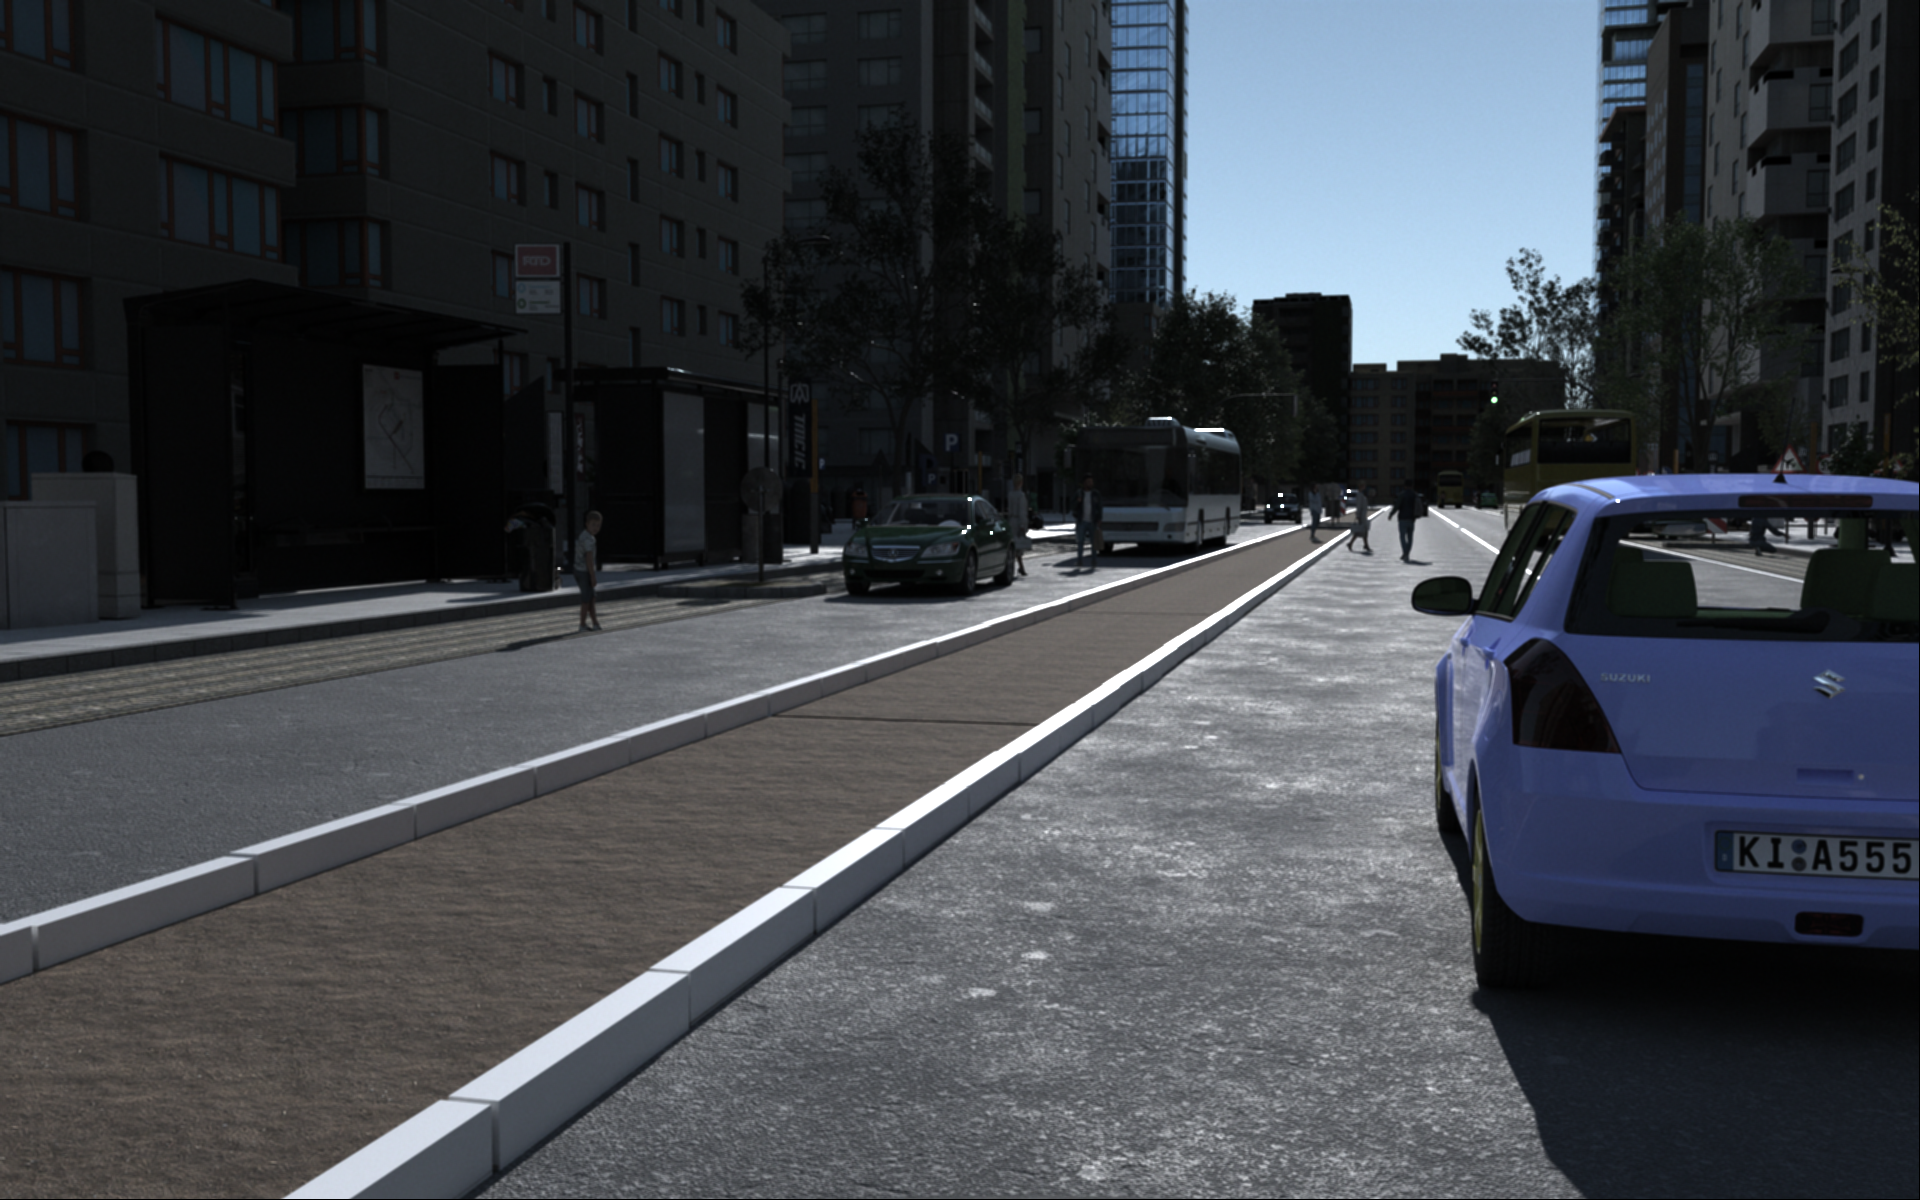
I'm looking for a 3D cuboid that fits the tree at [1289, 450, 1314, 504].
[{"bbox_3d":[43.990,-16.544,220.853,4.360,8.622,3.978,0,3,0],"label":"tree"}]

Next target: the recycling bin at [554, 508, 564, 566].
[{"bbox_3d":[-7.509,-1.108,30.663,0.722,1.027,0.722,1,4,18],"label":"recycling bin"}]

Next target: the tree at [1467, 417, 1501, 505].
[{"bbox_3d":[64.362,-16.639,206.455,8.767,10.594,7.601,2,4,30],"label":"tree"}]

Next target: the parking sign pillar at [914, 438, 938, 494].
[{"bbox_3d":[-1.603,-5.838,83.929,1.447,3.967,1.447,3,5,44],"label":"parking sign pillar"}]

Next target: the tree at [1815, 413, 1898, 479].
[{"bbox_3d":[21.445,-2.869,41.509,1.663,3.219,1.824,0,3,0],"label":"tree"}]

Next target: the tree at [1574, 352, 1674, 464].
[{"bbox_3d":[34.693,-8.531,89.841,4.737,8.622,4.395,0,3,0],"label":"tree"}]

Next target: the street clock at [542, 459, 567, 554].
[{"bbox_3d":[-7.711,-1.746,33.117,0.471,2.002,0.358,1,4,18],"label":"street clock"}]

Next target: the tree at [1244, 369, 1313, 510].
[{"bbox_3d":[23.743,-13.068,139.425,9.928,11.665,9.643,0,3,0],"label":"tree"}]

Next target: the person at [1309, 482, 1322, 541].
[{"bbox_3d":[10.865,-2.710,53.071,0.793,1.790,0.793,0,4,0],"label":"person"}]

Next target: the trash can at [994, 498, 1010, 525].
[{"bbox_3d":[1.692,-3.481,68.564,0.748,1.137,0.748,0,3,0],"label":"trash can"}]

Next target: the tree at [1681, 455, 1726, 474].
[{"bbox_3d":[59.217,-9.425,137.806,4.285,4.588,4.351,0,3,0],"label":"tree"}]

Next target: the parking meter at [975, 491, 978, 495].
[{"bbox_3d":[1.018,-5.227,93.870,0.372,1.533,0.369,0,3,0],"label":"parking meter"}]

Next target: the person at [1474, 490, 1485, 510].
[{"bbox_3d":[46.955,-9.018,156.458,1.217,1.766,0.721,-1,4,-15],"label":"person"}]

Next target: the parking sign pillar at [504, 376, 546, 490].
[{"bbox_3d":[-10.082,-3.105,39.234,1.447,3.967,1.447,-3,4,-38],"label":"parking sign pillar"}]

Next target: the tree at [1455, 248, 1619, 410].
[{"bbox_3d":[44.422,-17.133,136.014,12.611,20.169,13.585,0,3,0],"label":"tree"}]

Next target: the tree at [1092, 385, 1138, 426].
[{"bbox_3d":[9.727,-9.716,109.221,4.360,8.622,3.978,0,3,0],"label":"tree"}]

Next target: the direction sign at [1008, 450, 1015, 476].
[{"bbox_3d":[2.896,-5.953,89.329,0.876,3.537,0.379,-1,4,-12],"label":"direction sign"}]

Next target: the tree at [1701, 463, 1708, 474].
[{"bbox_3d":[38.907,-5.855,90.325,1.663,3.219,1.824,0,3,0],"label":"tree"}]

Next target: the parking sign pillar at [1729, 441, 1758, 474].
[{"bbox_3d":[39.280,-6.018,86.861,1.447,3.967,1.447,2,4,25],"label":"parking sign pillar"}]

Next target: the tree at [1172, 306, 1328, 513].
[{"bbox_3d":[19.144,-13.015,119.442,9.857,13.997,8.962,0,3,0],"label":"tree"}]

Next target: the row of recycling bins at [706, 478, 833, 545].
[{"bbox_3d":[-5.072,-2.317,44.993,3.534,1.692,1.069,2,4,35],"label":"row of recycling bins"}]

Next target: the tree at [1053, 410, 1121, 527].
[{"bbox_3d":[5.019,-5.076,66.703,4.285,4.588,4.351,0,3,0],"label":"tree"}]

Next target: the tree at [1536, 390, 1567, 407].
[{"bbox_3d":[41.394,-10.424,120.791,4.737,8.622,4.395,0,3,0],"label":"tree"}]

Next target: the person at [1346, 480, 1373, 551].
[{"bbox_3d":[10.017,-2.113,43.393,0.624,1.780,0.694,2,4,28],"label":"person"}]

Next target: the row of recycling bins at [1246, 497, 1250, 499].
[{"bbox_3d":[23.957,-8.654,148.610,1.069,1.692,3.534,-1,4,-10],"label":"row of recycling bins"}]

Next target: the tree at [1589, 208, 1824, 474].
[{"bbox_3d":[26.618,-8.334,62.014,9.928,11.665,9.643,0,3,0],"label":"tree"}]

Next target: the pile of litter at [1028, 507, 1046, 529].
[{"bbox_3d":[2.357,-3.038,63.629,1.719,0.858,1.176,0,4,-8],"label":"pile of litter"}]

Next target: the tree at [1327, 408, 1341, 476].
[{"bbox_3d":[39.014,-17.750,196.863,9.857,13.997,8.962,0,3,0],"label":"tree"}]

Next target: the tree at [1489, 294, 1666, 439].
[{"bbox_3d":[38.056,-12.046,107.319,12.009,13.543,11.850,0,3,0],"label":"tree"}]

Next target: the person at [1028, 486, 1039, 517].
[{"bbox_3d":[3.260,-4.226,77.848,0.600,1.795,0.529,-1,4,-19],"label":"person"}]

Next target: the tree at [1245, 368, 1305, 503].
[{"bbox_3d":[26.591,-14.214,150.533,7.486,12.596,7.792,0,3,0],"label":"tree"}]

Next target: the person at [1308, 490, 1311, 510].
[{"bbox_3d":[30.859,-8.781,152.095,0.660,1.820,0.620,2,4,32],"label":"person"}]

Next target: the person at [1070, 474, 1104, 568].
[{"bbox_3d":[2.503,-1.522,33.367,0.794,1.824,0.713,1,4,22],"label":"person"}]

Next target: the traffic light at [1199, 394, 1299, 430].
[{"bbox_3d":[13.044,-6.403,79.353,4.771,5.953,1.251,1,4,14],"label":"traffic light"}]

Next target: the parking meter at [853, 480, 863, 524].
[{"bbox_3d":[-4.364,-4.191,74.233,0.399,1.863,0.255,-1,4,-21],"label":"parking meter"}]

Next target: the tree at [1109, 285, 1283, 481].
[{"bbox_3d":[13.022,-10.903,95.265,9.611,12.733,9.660,0,3,0],"label":"tree"}]

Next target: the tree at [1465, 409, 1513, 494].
[{"bbox_3d":[67.502,-18.292,217.206,7.486,12.596,7.792,0,3,0],"label":"tree"}]

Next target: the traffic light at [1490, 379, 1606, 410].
[{"bbox_3d":[23.335,-5.727,68.297,4.771,5.953,1.251,1,4,14],"label":"traffic light"}]

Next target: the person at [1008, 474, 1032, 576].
[{"bbox_3d":[0.960,-1.307,30.222,0.624,1.780,0.694,-1,4,-22],"label":"person"}]

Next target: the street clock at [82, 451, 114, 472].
[{"bbox_3d":[-14.382,-1.491,28.949,0.471,2.002,0.358,-1,4,-21],"label":"street clock"}]

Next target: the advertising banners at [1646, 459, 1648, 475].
[{"bbox_3d":[34.311,-5.515,86.361,0.090,3.025,2.074,2,4,28],"label":"advertising banners"}]

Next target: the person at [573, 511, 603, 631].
[{"bbox_3d":[-3.866,-0.298,18.052,0.352,1.250,0.332,1,4,17],"label":"person"}]

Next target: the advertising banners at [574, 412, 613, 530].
[{"bbox_3d":[-8.024,-2.560,38.040,0.090,3.025,2.074,1,4,12],"label":"advertising banners"}]

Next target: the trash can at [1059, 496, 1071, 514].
[{"bbox_3d":[6.775,-6.129,111.869,0.748,1.137,0.748,0,3,0],"label":"trash can"}]

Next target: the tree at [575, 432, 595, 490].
[{"bbox_3d":[-9.465,-3.165,46.346,1.663,3.219,1.824,0,3,0],"label":"tree"}]

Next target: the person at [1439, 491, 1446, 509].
[{"bbox_3d":[46.817,-9.720,168.126,0.721,1.736,1.217,3,5,44],"label":"person"}]

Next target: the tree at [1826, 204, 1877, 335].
[{"bbox_3d":[17.953,-4.903,30.523,4.360,8.622,3.978,0,3,0],"label":"tree"}]

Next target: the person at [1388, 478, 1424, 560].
[{"bbox_3d":[9.787,-1.776,37.891,0.623,1.781,0.721,-2,4,-25],"label":"person"}]

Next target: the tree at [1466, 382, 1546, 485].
[{"bbox_3d":[60.406,-17.354,190.386,9.857,13.997,8.962,0,3,0],"label":"tree"}]

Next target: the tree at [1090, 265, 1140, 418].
[{"bbox_3d":[2.383,-7.525,57.443,8.767,10.594,7.601,3,5,39],"label":"tree"}]

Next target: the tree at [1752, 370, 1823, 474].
[{"bbox_3d":[48.661,-9.280,102.086,4.737,8.622,4.395,0,3,0],"label":"tree"}]

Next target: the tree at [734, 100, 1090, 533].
[{"bbox_3d":[-1.679,-6.586,42.087,8.767,10.594,7.601,1,4,10],"label":"tree"}]
